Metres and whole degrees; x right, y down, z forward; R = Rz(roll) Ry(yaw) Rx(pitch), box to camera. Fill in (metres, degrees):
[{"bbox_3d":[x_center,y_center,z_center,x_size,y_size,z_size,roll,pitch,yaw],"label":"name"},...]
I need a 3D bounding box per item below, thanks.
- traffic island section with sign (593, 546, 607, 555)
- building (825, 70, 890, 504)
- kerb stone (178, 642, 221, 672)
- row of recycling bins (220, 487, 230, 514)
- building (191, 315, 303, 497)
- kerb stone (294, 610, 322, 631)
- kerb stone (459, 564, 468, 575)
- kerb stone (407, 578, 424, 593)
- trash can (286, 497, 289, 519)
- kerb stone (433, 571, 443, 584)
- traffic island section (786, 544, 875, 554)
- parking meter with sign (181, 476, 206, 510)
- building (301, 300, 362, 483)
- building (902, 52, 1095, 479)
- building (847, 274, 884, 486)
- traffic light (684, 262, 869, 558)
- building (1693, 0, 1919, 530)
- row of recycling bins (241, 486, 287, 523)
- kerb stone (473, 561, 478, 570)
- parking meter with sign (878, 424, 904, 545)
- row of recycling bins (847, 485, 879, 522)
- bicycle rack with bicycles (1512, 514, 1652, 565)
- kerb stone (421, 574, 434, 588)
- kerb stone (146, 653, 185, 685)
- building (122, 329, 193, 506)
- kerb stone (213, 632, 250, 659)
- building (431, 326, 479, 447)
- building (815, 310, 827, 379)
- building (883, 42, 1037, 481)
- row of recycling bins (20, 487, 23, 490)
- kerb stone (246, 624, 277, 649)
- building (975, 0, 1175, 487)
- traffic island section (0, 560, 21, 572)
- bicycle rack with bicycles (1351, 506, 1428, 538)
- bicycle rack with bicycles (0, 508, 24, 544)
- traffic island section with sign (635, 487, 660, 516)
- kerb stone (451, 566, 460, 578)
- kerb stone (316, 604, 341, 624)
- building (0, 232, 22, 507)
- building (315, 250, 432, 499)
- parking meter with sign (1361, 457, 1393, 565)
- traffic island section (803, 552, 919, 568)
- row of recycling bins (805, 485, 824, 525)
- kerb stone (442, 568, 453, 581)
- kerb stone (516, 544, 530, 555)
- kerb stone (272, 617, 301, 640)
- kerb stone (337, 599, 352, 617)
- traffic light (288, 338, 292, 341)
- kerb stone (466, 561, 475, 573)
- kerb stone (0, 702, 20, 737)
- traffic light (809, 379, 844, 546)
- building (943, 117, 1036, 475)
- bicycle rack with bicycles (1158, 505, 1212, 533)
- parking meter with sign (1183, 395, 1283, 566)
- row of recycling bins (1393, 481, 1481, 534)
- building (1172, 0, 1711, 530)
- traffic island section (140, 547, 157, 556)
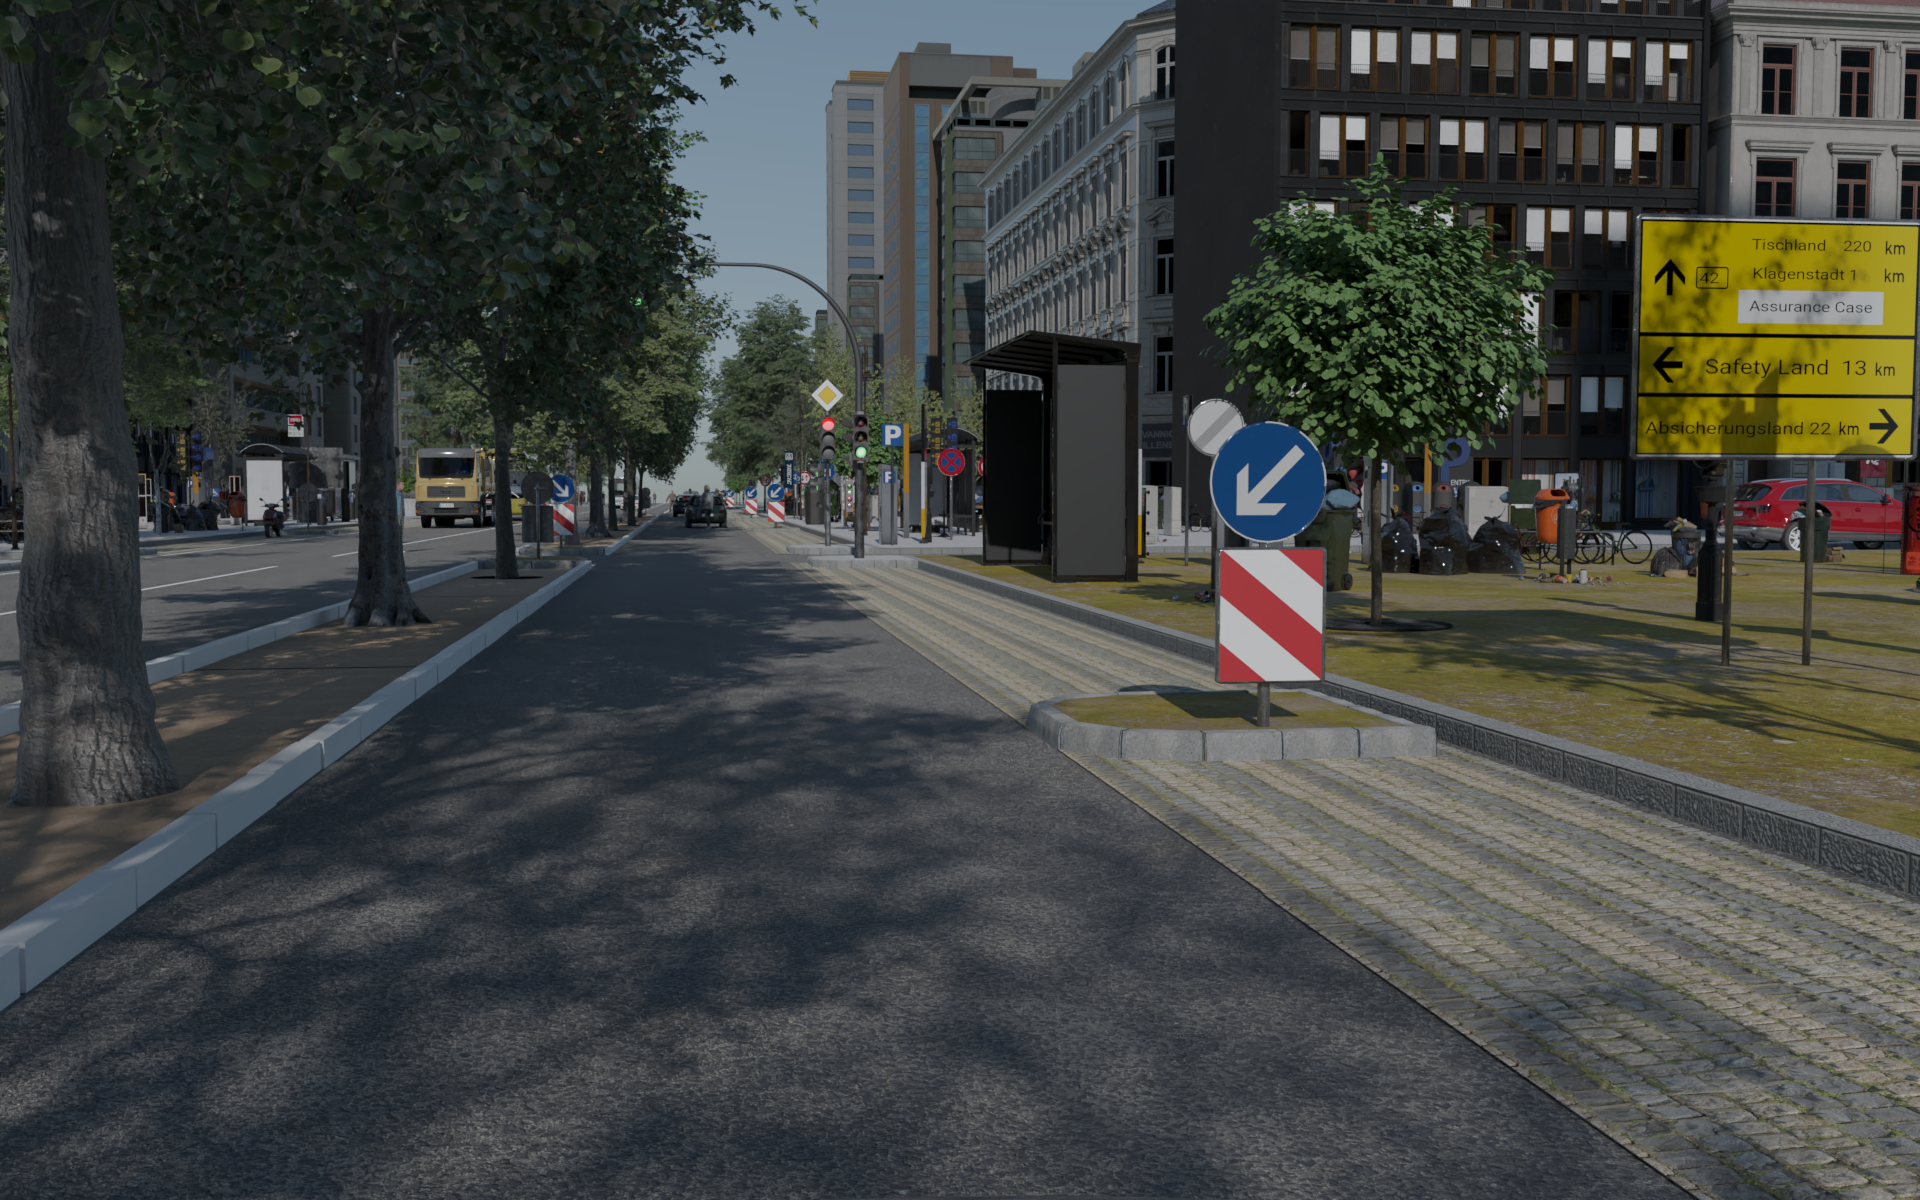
[{"bbox_3d":[-9.453,-2.025,41.245,2.006,1.907,1.989,-1,4,-9],"label":"traffic island section with sign"},{"bbox_3d":[-8.602,-43.246,249.075,21.231,58.520,28.212,-1,4,-9],"label":"building"},{"bbox_3d":[-6.309,0.485,14.271,0.120,0.150,1.000,-1,4,-9],"label":"kerb stone"},{"bbox_3d":[-41.169,-5.488,96.840,3.534,1.692,1.069,-2,4,-35],"label":"row of recycling bins"},{"bbox_3d":[-59.435,-30.358,120.050,21.300,48.544,21.600,-1,4,-9],"label":"building"},{"bbox_3d":[-6.947,0.237,18.323,0.120,0.150,1.000,-1,4,-9],"label":"kerb stone"},{"bbox_3d":[-8.831,-0.506,30.471,0.120,0.150,1.000,-1,4,-9],"label":"kerb stone"},{"bbox_3d":[-8.044,-0.191,25.409,0.120,0.150,1.000,-1,4,-9],"label":"kerb stone"},{"bbox_3d":[-32.678,-4.384,83.333,0.748,1.137,0.748,0,3,0],"label":"trash can"},{"bbox_3d":[-8.360,-0.320,27.434,0.120,0.150,1.000,-1,4,-9],"label":"kerb stone"},{"bbox_3d":[-3.223,-1.240,42.551,2.009,0.180,2.903,-1,4,-9],"label":"traffic island section"},{"bbox_3d":[-32.629,-4.750,73.926,0.543,3.016,1.738,1,4,22],"label":"parking meter with sign"},{"bbox_3d":[-66.681,-18.362,145.257,27.650,21.520,28.899,-1,4,-9],"label":"building"},{"bbox_3d":[11.377,-28.432,156.744,32.217,40.220,23.993,-1,4,-9],"label":"building"},{"bbox_3d":[-8.067,-27.933,228.398,14.160,30.474,14.107,-1,4,-9],"label":"building"},{"bbox_3d":[-4.093,-3.634,34.080,4.771,5.953,1.251,-1,4,-9],"label":"traffic light"},{"bbox_3d":[35.944,-14.133,67.224,21.152,22.565,11.583,-1,4,-9],"label":"building"},{"bbox_3d":[-31.752,-4.400,79.046,1.069,1.692,3.534,0,4,4],"label":"row of recycling bins"},{"bbox_3d":[-9.150,-0.630,32.503,0.120,0.150,1.000,-1,4,-9],"label":"kerb stone"},{"bbox_3d":[-1.809,-2.925,44.086,0.543,3.016,1.738,-1,4,-9],"label":"parking meter with sign"},{"bbox_3d":[-4.232,-4.513,80.898,1.069,1.692,3.534,2,4,28],"label":"row of recycling bins"},{"bbox_3d":[11.257,-1.143,32.067,2.925,0.926,2.852,1,4,16],"label":"bicycle rack with bicycles"},{"bbox_3d":[-8.196,-0.258,26.419,0.120,0.150,1.000,-1,4,-9],"label":"kerb stone"},{"bbox_3d":[-6.160,0.547,13.252,0.120,0.150,1.000,-1,4,-9],"label":"kerb stone"},{"bbox_3d":[-52.052,-16.374,97.391,12.332,23.373,15.834,-1,4,-9],"label":"building"},{"bbox_3d":[-6.479,0.424,15.285,0.120,0.150,1.000,-1,4,-9],"label":"kerb stone"},{"bbox_3d":[-81.913,-39.965,242.664,28.713,52.752,27.495,-1,4,-9],"label":"building"},{"bbox_3d":[-15.753,-30.534,270.924,14.160,30.474,14.107,-1,4,-9],"label":"building"},{"bbox_3d":[-0.027,-32.049,174.113,14.600,45.320,14.200,-1,4,-9],"label":"building"},{"bbox_3d":[-41.334,-4.321,77.759,1.069,1.692,3.534,-1,4,-11],"label":"row of recycling bins"},{"bbox_3d":[-6.633,0.363,16.303,0.120,0.150,1.000,-1,4,-9],"label":"kerb stone"},{"bbox_3d":[12.811,-19.705,98.591,17.030,29.872,44.131,-1,4,-9],"label":"building"},{"bbox_3d":[-18.642,-0.600,32.092,2.009,0.180,2.903,-1,4,-9],"label":"traffic island section"},{"bbox_3d":[12.260,-2.294,50.882,2.925,0.926,2.852,3,5,43],"label":"bicycle rack with bicycles"},{"bbox_3d":[-24.849,-1.910,44.605,2.925,0.926,2.852,-1,4,-14],"label":"bicycle rack with bicycles"},{"bbox_3d":[-20.983,-6.566,115.497,2.006,1.907,1.989,-1,4,-9],"label":"traffic island section with sign"},{"bbox_3d":[-8.670,-0.441,29.459,0.120,0.150,1.000,-1,4,-9],"label":"kerb stone"},{"bbox_3d":[-7.105,0.175,19.333,0.120,0.150,1.000,-1,4,-9],"label":"kerb stone"},{"bbox_3d":[-49.707,-17.929,79.036,13.634,28.700,20.117,-1,4,-9],"label":"building"},{"bbox_3d":[-79.938,-32.125,217.125,32.217,40.220,23.993,-1,4,-9],"label":"building"},{"bbox_3d":[7.624,-2.154,31.480,0.543,3.016,1.738,0,4,2],"label":"parking meter with sign"},{"bbox_3d":[-1.998,-0.757,34.660,2.009,0.180,2.903,-1,4,-9],"label":"traffic island section"},{"bbox_3d":[-6.116,-4.084,73.887,1.069,1.692,3.534,0,4,-5],"label":"row of recycling bins"},{"bbox_3d":[-8.508,-0.381,28.446,0.120,0.150,1.000,-1,4,-9],"label":"kerb stone"},{"bbox_3d":[-10.635,-1.217,42.122,0.120,0.150,1.000,-1,4,-9],"label":"kerb stone"},{"bbox_3d":[-6.787,0.302,17.314,0.120,0.150,1.000,-1,4,-9],"label":"kerb stone"},{"bbox_3d":[-7.252,0.115,20.345,0.120,0.150,1.000,-1,4,-9],"label":"kerb stone"},{"bbox_3d":[-17.772,-4.009,40.208,4.771,5.953,1.251,-1,4,-9],"label":"traffic light"},{"bbox_3d":[-8.987,-0.568,31.486,0.120,0.150,1.000,-1,4,-9],"label":"kerb stone"},{"bbox_3d":[-5.688,0.733,10.218,0.120,0.150,1.000,-1,4,-9],"label":"kerb stone"},{"bbox_3d":[-3.264,-3.273,42.431,0.839,4.253,0.868,-1,4,-9],"label":"traffic light"},{"bbox_3d":[5.469,-22.335,136.886,14.160,30.474,14.107,-1,4,-9],"label":"building"},{"bbox_3d":[7.664,-2.735,58.095,2.852,0.926,2.925,-2,4,-32],"label":"bicycle rack with bicycles"},{"bbox_3d":[4.858,-2.111,30.780,1.738,3.016,0.543,0,4,-2],"label":"parking meter with sign"},{"bbox_3d":[15.072,-2.980,55.843,3.534,1.692,1.069,0,4,1],"label":"row of recycling bins"},{"bbox_3d":[17.457,-14.436,65.702,15.834,23.373,12.332,-1,4,-9],"label":"building"},{"bbox_3d":[-19.866,-1.083,39.983,2.009,0.180,2.903,-1,4,-9],"label":"traffic island section"}]
